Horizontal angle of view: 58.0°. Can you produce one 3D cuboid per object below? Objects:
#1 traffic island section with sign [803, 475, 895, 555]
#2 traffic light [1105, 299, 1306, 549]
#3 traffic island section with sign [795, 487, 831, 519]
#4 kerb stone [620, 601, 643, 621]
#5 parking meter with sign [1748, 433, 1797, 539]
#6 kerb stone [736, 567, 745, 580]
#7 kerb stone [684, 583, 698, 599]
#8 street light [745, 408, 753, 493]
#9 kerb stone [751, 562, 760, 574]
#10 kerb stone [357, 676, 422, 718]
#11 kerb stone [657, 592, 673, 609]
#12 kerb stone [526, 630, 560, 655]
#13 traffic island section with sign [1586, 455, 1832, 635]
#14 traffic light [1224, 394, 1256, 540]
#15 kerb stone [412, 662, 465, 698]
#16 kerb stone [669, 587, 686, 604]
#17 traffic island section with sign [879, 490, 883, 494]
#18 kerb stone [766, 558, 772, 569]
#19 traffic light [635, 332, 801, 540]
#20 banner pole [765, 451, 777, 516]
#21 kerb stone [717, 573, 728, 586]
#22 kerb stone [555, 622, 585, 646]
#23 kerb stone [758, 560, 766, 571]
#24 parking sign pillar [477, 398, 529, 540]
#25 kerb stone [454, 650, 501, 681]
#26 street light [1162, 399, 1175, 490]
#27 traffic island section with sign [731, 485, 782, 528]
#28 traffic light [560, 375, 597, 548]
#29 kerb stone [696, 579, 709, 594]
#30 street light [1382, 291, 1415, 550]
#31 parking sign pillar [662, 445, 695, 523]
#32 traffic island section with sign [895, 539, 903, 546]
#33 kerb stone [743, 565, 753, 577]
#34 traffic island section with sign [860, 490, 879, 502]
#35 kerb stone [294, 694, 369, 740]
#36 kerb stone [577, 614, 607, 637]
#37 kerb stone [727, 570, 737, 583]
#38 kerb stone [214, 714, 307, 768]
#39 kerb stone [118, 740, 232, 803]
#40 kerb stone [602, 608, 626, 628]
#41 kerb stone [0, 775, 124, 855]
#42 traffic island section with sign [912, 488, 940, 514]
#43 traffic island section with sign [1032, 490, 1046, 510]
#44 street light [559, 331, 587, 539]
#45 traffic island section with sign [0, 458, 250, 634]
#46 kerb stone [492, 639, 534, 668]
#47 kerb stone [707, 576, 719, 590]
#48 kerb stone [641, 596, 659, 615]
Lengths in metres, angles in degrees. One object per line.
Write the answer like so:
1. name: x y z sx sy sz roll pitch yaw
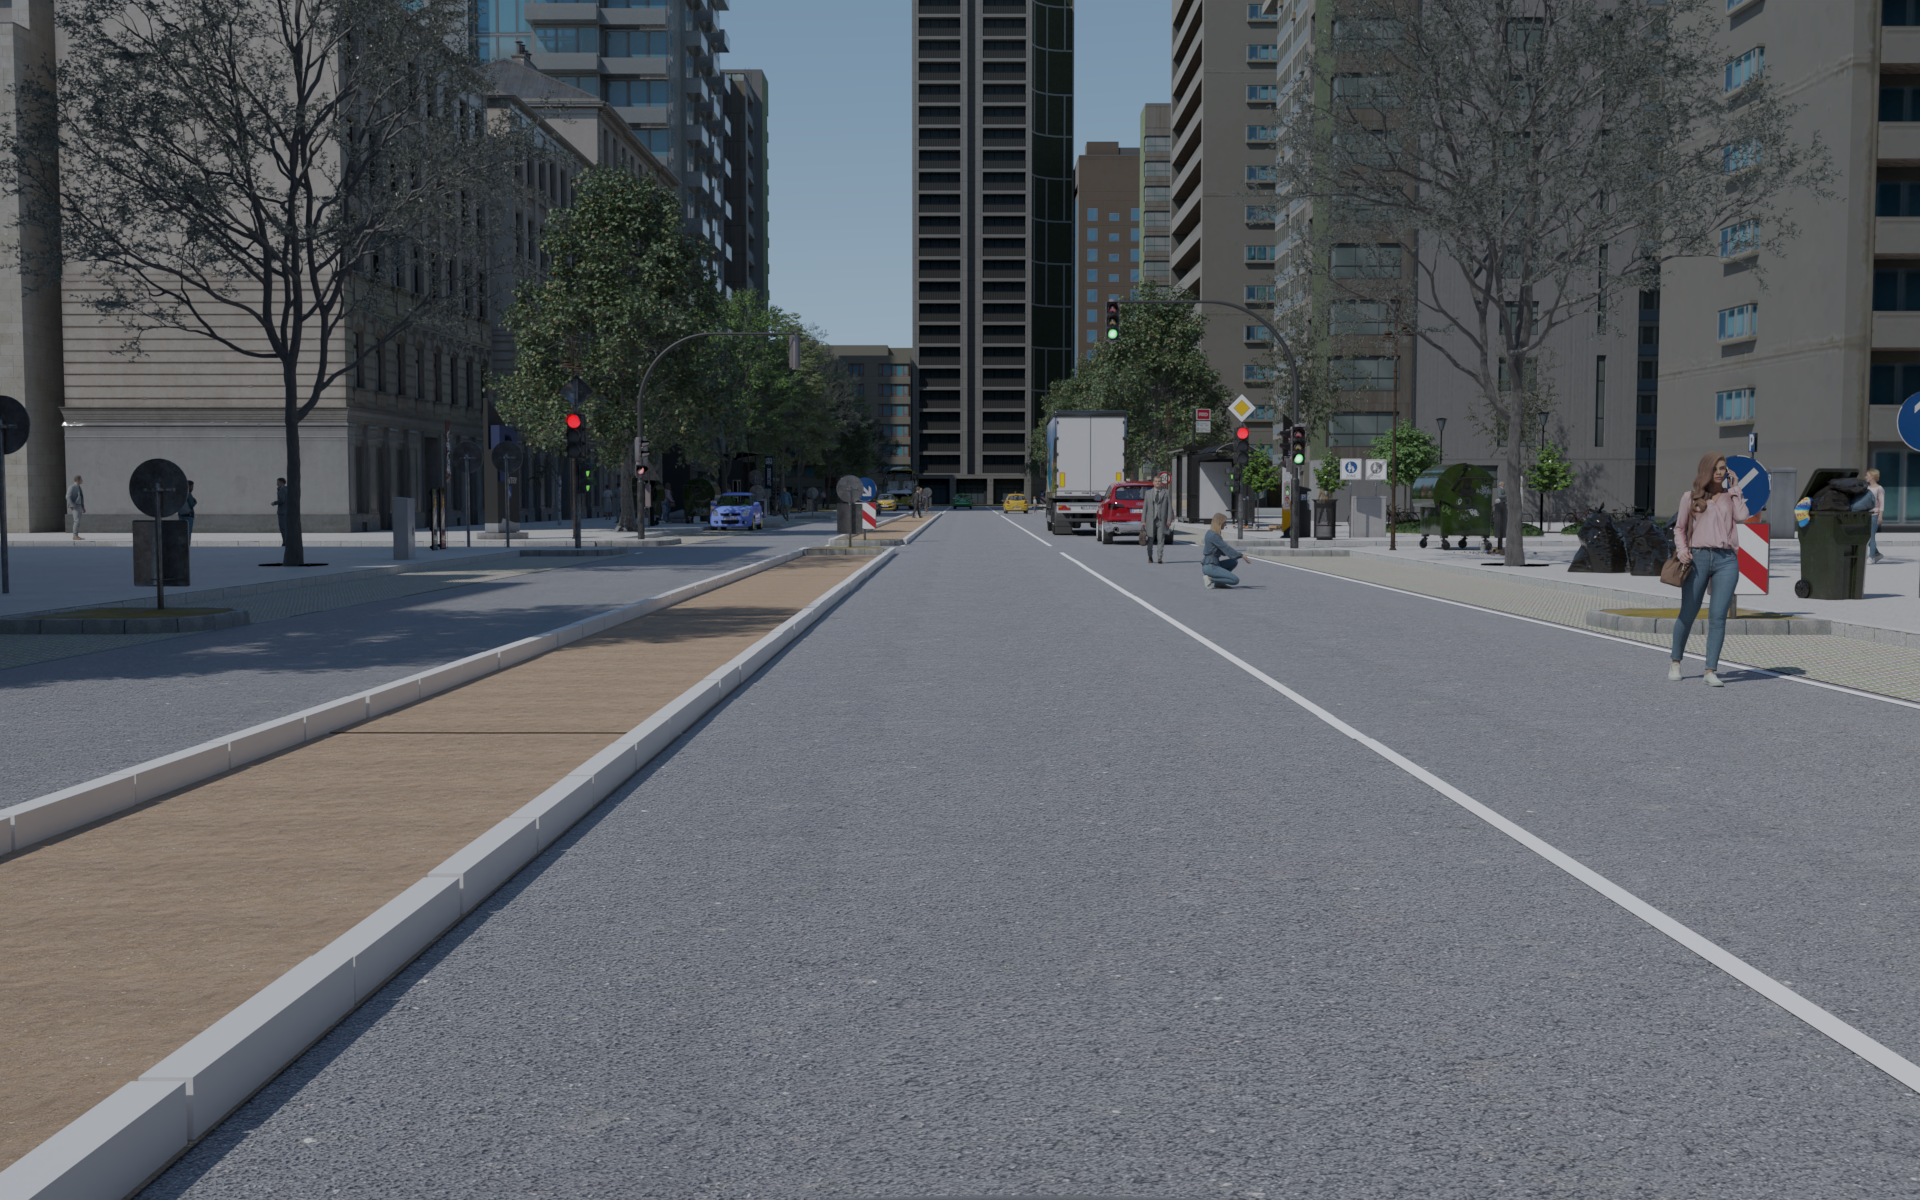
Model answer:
1. traffic island section with sign: -2.660 -2.018 41.135 2.006 1.907 1.989 0 4 0
2. traffic light: 5.765 -4.033 40.612 4.771 5.953 1.251 0 4 0
3. traffic island section with sign: -8.510 -5.617 100.466 1.989 1.847 2.006 0 4 0
4. kerb stone: -3.789 0.151 19.723 0.120 0.150 1.000 0 4 0
5. parking meter with sign: 23.445 -3.248 49.365 1.738 3.016 0.543 1 4 8
6. kerb stone: -3.760 -0.413 28.951 0.120 0.150 1.000 0 4 0
7. kerb stone: -3.782 -0.097 23.830 0.120 0.150 1.000 0 4 0
8. street light: -10.927 -7.138 89.496 0.468 5.910 1.993 0 4 0
9. kerb stone: -3.749 -0.535 31.001 0.120 0.150 1.000 0 4 0
10. kerb stone: -3.815 0.653 11.520 0.120 0.150 1.000 0 4 0
11. kerb stone: -3.784 0.032 21.771 0.120 0.150 1.000 0 4 0
12. kerb stone: -3.809 0.408 15.618 0.120 0.150 1.000 0 4 0
13. traffic island section with sign: 7.826 -0.599 18.430 1.989 1.847 2.006 0 4 0
14. traffic light: 7.886 -3.658 48.731 0.839 4.253 0.868 0 4 0
15. kerb stone: -3.811 0.590 12.544 0.120 0.150 1.000 0 4 0
16. kerb stone: -3.782 -0.035 22.808 0.120 0.150 1.000 0 4 0
17. traffic island section with sign: -8.234 -10.371 178.194 1.989 1.847 2.006 0 4 0
18. kerb stone: -3.743 -0.664 33.045 0.120 0.150 1.000 0 4 0
19. traffic light: -6.883 -4.534 48.802 4.771 5.953 1.251 0 4 0
20. banner pole: -10.887 -6.737 100.167 0.863 3.779 0.401 0 4 3
21. kerb stone: -3.766 -0.287 26.907 0.120 0.150 1.000 0 4 0
22. kerb stone: -3.800 0.348 16.640 0.120 0.150 1.000 0 4 0
23. kerb stone: -3.748 -0.599 32.022 0.120 0.150 1.000 0 4 0
24. parking sign pillar: -13.060 -3.724 49.355 1.447 3.967 1.447 1 4 13
25. kerb stone: -3.812 0.528 13.566 0.120 0.150 1.000 0 4 0
26. street light: 10.111 -6.817 84.247 0.468 5.910 1.993 0 4 0
27. traffic island section with sign: -8.592 -3.968 73.511 1.989 1.847 2.006 0 4 0
28. traffic light: -9.004 -3.172 40.789 0.839 4.253 0.868 0 4 0
29. kerb stone: -3.775 -0.163 24.858 0.120 0.150 1.000 0 4 0
30. street light: 9.877 -4.071 39.342 0.468 5.910 1.993 0 4 0
31. parking sign pillar: -12.537 -5.409 76.907 1.447 3.967 1.447 1 4 10
32. traffic island section with sign: -2.624 -2.471 48.543 2.006 1.907 1.989 0 4 0
33. kerb stone: -3.757 -0.475 29.979 0.120 0.150 1.000 0 4 0
34. traffic island section with sign: -8.334 -8.687 150.667 1.989 1.847 2.006 0 4 0
35. kerb stone: -3.831 0.716 10.492 0.120 0.150 1.000 0 4 0
36. kerb stone: -3.794 0.278 17.669 0.120 0.150 1.000 0 4 0
37. kerb stone: -3.760 -0.345 27.929 0.120 0.150 1.000 0 4 0
38. kerb stone: -3.837 0.778 9.470 0.120 0.150 1.000 0 4 0
39. kerb stone: -3.837 0.843 8.443 0.120 0.150 1.000 0 4 0
40. kerb stone: -3.791 0.217 18.691 0.120 0.150 1.000 0 4 0
41. kerb stone: -3.831 0.904 7.414 0.120 0.150 1.000 0 4 0
42. traffic island section with sign: -2.369 -7.067 123.681 2.006 1.907 1.989 0 4 0
43. traffic island section with sign: 8.390 -10.365 178.088 1.989 1.847 2.006 0 4 0
44. street light: -11.014 -4.684 49.369 0.468 5.910 1.993 0 4 0
45. traffic island section with sign: -8.795 -0.605 18.517 1.989 1.847 2.006 0 4 0
46. kerb stone: -3.800 0.465 14.593 0.120 0.150 1.000 0 4 0
47. kerb stone: -3.772 -0.221 25.885 0.120 0.150 1.000 0 4 0
48. kerb stone: -3.784 0.090 20.745 0.120 0.150 1.000 0 4 0
